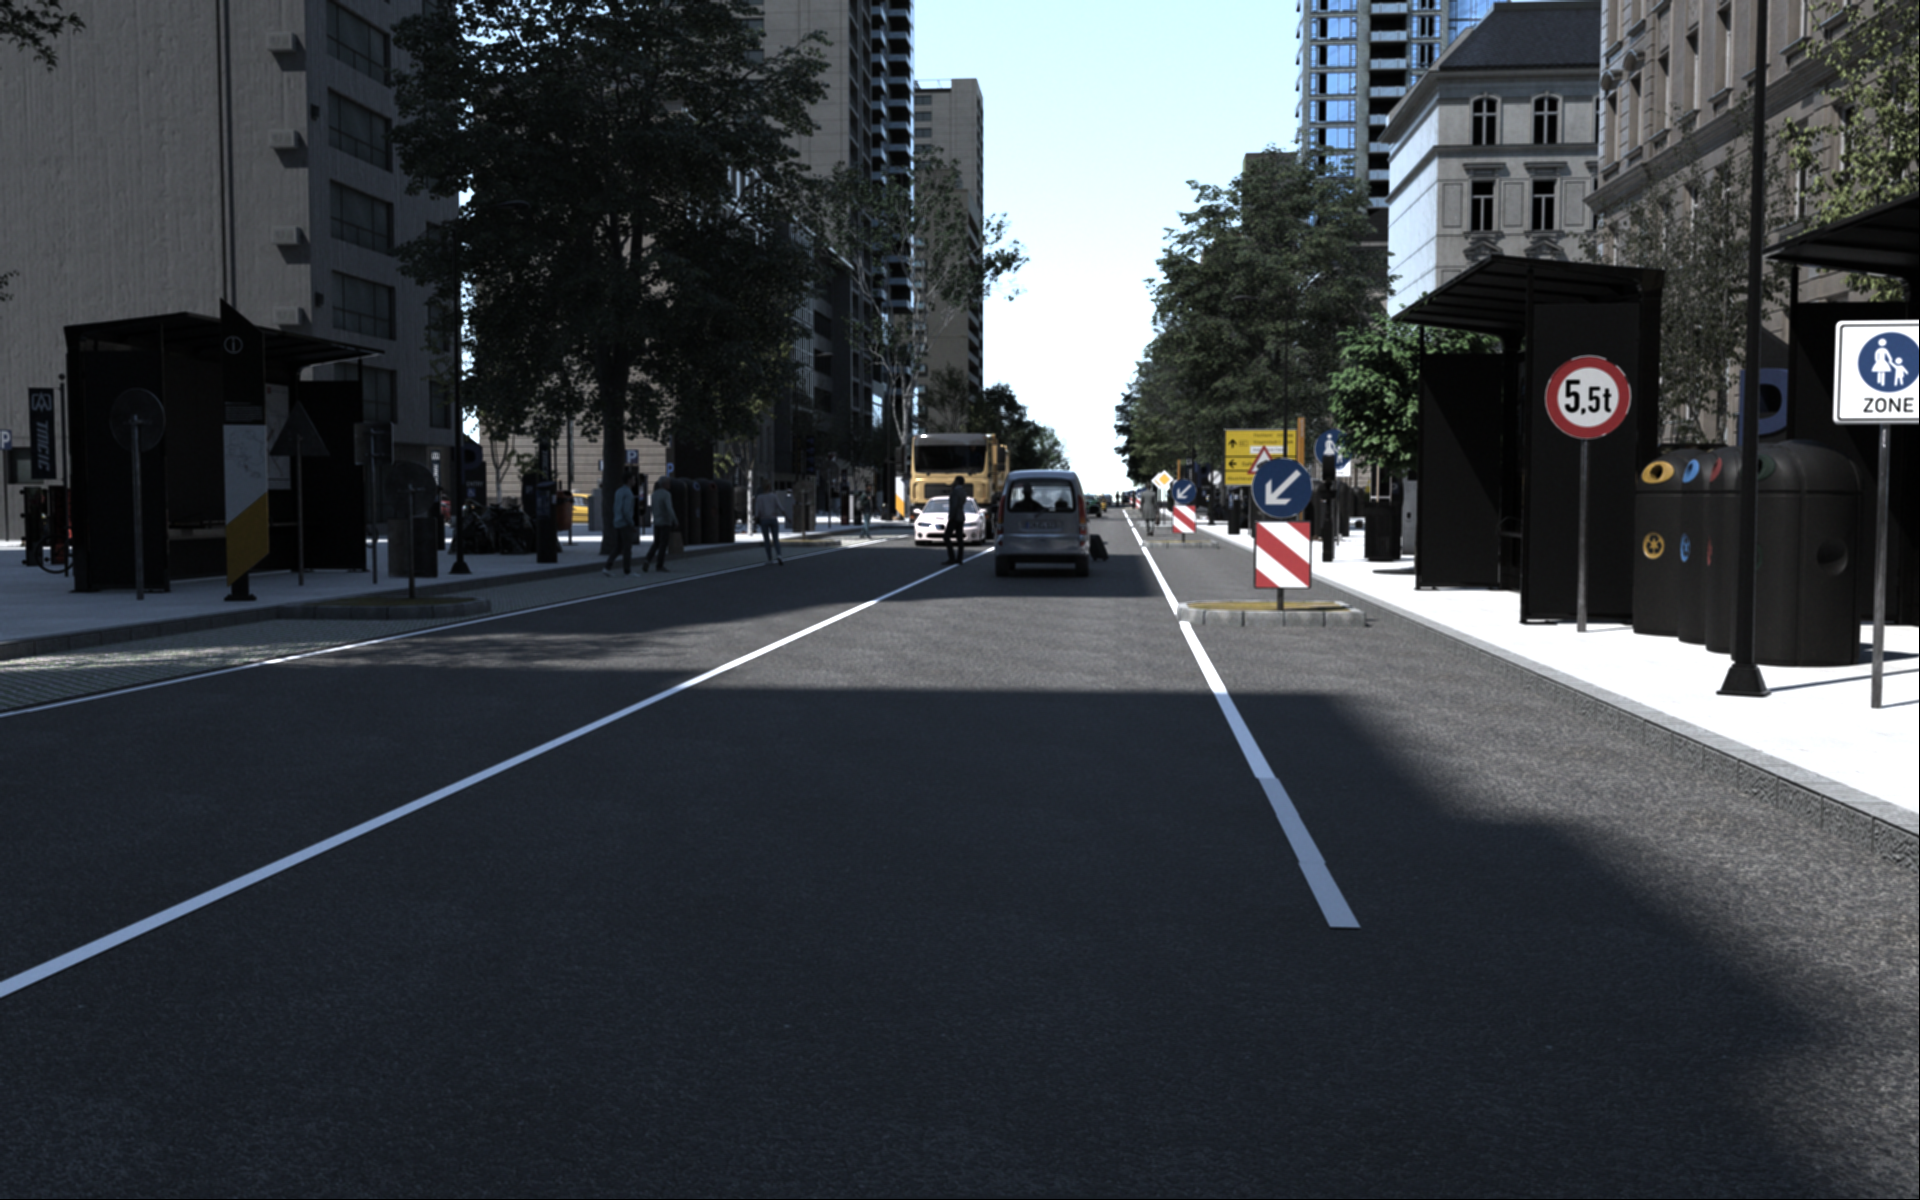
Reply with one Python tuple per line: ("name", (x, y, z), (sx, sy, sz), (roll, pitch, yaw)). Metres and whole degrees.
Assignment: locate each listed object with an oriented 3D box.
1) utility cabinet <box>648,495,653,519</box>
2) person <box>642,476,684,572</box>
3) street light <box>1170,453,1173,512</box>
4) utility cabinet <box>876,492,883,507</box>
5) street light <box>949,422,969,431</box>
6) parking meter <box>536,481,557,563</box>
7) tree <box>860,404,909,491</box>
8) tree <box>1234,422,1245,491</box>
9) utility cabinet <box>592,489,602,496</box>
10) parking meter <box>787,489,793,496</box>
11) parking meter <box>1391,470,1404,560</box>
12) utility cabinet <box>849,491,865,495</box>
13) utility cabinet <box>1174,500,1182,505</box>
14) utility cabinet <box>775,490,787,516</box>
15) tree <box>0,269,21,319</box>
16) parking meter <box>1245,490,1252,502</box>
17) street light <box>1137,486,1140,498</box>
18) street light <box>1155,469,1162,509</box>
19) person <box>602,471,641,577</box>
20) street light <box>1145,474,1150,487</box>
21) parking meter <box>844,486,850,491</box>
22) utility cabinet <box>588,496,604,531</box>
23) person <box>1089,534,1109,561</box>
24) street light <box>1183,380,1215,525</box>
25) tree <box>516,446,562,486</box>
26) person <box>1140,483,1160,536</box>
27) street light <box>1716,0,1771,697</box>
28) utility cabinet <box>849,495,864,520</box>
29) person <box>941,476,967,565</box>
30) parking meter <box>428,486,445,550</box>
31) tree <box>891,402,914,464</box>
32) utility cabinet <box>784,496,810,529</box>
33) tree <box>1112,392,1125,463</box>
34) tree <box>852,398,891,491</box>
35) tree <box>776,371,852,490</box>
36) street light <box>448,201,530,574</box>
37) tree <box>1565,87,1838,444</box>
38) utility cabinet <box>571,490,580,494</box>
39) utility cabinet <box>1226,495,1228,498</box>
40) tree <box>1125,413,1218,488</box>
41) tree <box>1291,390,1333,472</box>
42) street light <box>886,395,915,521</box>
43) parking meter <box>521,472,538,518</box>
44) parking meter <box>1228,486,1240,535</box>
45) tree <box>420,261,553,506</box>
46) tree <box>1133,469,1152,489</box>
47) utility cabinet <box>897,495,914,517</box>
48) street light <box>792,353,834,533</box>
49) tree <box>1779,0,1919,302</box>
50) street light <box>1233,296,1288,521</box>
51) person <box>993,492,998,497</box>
("utility cabinet", (-16.284, -4.874, 90.850), (1.020, 1.237, 0.306), (3, 5, 39))
("person", (-5.394, -1.376, 31.490), (0.782, 1.767, 0.515), (3, 5, 43))
("street light", (11.879, -7.420, 93.863), (1.470, 5.913, 1.316), (0, 4, 5))
("utility cabinet", (-7.008, -8.798, 152.530), (0.318, 1.500, 1.173), (2, 4, 28))
("street light", (-0.111, -8.478, 111.163), (1.470, 5.913, 1.316), (0, 4, 5))
("parking meter", (-7.706, -1.460, 32.280), (0.372, 1.533, 0.369), (0, 3, 0))
("tree", (-6.274, -11.688, 141.469), (4.737, 8.622, 4.395), (0, 3, 0))
("tree", (23.776, -12.112, 148.392), (4.737, 8.622, 4.395), (0, 3, 0))
("utility cabinet", (-15.083, -3.985, 73.830), (1.173, 1.500, 0.318), (-2, 4, -31))
("parking meter", (-8.271, -4.669, 84.742), (0.372, 1.533, 0.369), (0, 3, 0))
("parking meter", (8.457, -1.726, 33.930), (0.399, 1.863, 0.255), (0, 4, -4))
("utility cabinet", (-6.350, -6.066, 107.861), (1.173, 1.500, 0.318), (-1, 4, -11))
("utility cabinet", (12.469, -5.351, 98.648), (0.306, 1.237, 1.020), (1, 4, 21))
("utility cabinet", (-10.291, -5.703, 101.921), (1.173, 1.500, 0.318), (0, 4, -7))
("tree", (-22.098, -5.221, 35.729), (4.360, 8.622, 3.978), (0, 3, 0))
("parking meter", (15.080, -5.014, 90.393), (0.372, 1.533, 0.369), (0, 3, 0))
("street light", (24.090, -15.742, 229.918), (1.470, 5.913, 1.316), (0, 4, 5))
("street light", (14.574, -9.232, 123.485), (1.470, 5.913, 1.316), (0, 4, 5))
("person", (-5.846, -1.304, 29.834), (0.620, 1.820, 0.660), (-3, 4, -38))
("street light", (17.248, -11.077, 153.648), (1.470, 5.913, 1.316), (0, 4, 5))
("parking meter", (-7.713, -6.864, 117.937), (0.255, 1.863, 0.399), (-3, 4, -37))
("utility cabinet", (-12.486, -3.007, 60.332), (0.306, 1.237, 1.020), (2, 4, 35))
("person", (2.535, -1.715, 36.762), (1.509, 1.804, 0.699), (-2, 4, -33))
("street light", (9.770, -6.013, 70.857), (1.470, 5.913, 1.316), (0, 4, 5))
("tree", (-17.183, -4.615, 70.057), (1.663, 3.219, 1.824), (0, 3, 0))
("person", (6.540, -3.113, 59.499), (0.694, 1.812, 0.767), (1, 4, 18))
("street light", (4.488, -2.351, 10.984), (1.470, 5.913, 1.316), (0, 4, 5))
("utility cabinet", (-4.976, -4.541, 85.402), (1.020, 1.237, 0.306), (0, 4, 5))
("person", (-0.110, -1.630, 35.334), (0.473, 1.802, 0.592), (3, 5, 41))
("parking meter", (-12.001, -1.912, 39.675), (0.372, 1.533, 0.369), (0, 3, 0))
("tree", (-5.223, -11.065, 131.280), (4.360, 8.622, 3.978), (0, 3, 0))
("utility cabinet", (-6.003, -3.234, 64.041), (1.020, 1.237, 0.306), (2, 4, 33))
("tree", (21.022, -17.088, 186.043), (9.857, 13.997, 8.962), (0, 3, 0))
("tree", (-7.558, -10.700, 125.303), (4.360, 8.622, 3.978), (0, 3, 0))
("tree", (-8.896, -9.418, 104.340), (4.360, 8.622, 3.978), (0, 3, 0))
("street light", (-7.503, -3.370, 27.636), (1.470, 5.913, 1.316), (0, 4, 5))
("tree", (13.410, -4.942, 31.162), (4.360, 8.622, 3.978), (0, 3, 0))
("utility cabinet", (-19.405, -4.794, 87.058), (0.318, 1.500, 1.173), (-2, 4, -30))
("utility cabinet", (17.877, -6.391, 115.647), (1.020, 1.237, 0.306), (3, 5, 39))
("tree", (19.791, -14.060, 164.288), (8.767, 10.594, 7.601), (3, 5, 39))
("tree", (22.739, -9.989, 113.679), (4.360, 8.622, 3.978), (0, 3, 0))
("street light", (-2.808, -6.667, 81.542), (1.470, 5.913, 1.316), (0, 4, 5))
("parking meter", (-11.386, -2.456, 45.872), (0.399, 1.863, 0.255), (0, 4, 0))
("parking meter", (8.701, -2.847, 54.963), (0.372, 1.533, 0.369), (0, 3, 0))
("tree", (-13.919, -6.209, 51.873), (4.737, 8.622, 4.395), (0, 3, 0))
("tree", (27.841, -18.700, 256.101), (4.737, 8.622, 4.395), (0, 3, 0))
("utility cabinet", (-3.009, -5.230, 96.677), (1.020, 1.237, 0.306), (-1, 4, -10))
("street light", (-4.863, -5.182, 57.263), (1.470, 5.913, 1.316), (0, 4, 5))
("tree", (12.497, -4.402, 22.334), (4.737, 8.622, 4.395), (0, 3, 0))
("street light", (7.094, -4.167, 40.665), (1.470, 5.913, 1.316), (0, 4, 5))
("person", (1.465, -3.419, 64.611), (0.699, 1.804, 1.509), (-2, 4, -32))
